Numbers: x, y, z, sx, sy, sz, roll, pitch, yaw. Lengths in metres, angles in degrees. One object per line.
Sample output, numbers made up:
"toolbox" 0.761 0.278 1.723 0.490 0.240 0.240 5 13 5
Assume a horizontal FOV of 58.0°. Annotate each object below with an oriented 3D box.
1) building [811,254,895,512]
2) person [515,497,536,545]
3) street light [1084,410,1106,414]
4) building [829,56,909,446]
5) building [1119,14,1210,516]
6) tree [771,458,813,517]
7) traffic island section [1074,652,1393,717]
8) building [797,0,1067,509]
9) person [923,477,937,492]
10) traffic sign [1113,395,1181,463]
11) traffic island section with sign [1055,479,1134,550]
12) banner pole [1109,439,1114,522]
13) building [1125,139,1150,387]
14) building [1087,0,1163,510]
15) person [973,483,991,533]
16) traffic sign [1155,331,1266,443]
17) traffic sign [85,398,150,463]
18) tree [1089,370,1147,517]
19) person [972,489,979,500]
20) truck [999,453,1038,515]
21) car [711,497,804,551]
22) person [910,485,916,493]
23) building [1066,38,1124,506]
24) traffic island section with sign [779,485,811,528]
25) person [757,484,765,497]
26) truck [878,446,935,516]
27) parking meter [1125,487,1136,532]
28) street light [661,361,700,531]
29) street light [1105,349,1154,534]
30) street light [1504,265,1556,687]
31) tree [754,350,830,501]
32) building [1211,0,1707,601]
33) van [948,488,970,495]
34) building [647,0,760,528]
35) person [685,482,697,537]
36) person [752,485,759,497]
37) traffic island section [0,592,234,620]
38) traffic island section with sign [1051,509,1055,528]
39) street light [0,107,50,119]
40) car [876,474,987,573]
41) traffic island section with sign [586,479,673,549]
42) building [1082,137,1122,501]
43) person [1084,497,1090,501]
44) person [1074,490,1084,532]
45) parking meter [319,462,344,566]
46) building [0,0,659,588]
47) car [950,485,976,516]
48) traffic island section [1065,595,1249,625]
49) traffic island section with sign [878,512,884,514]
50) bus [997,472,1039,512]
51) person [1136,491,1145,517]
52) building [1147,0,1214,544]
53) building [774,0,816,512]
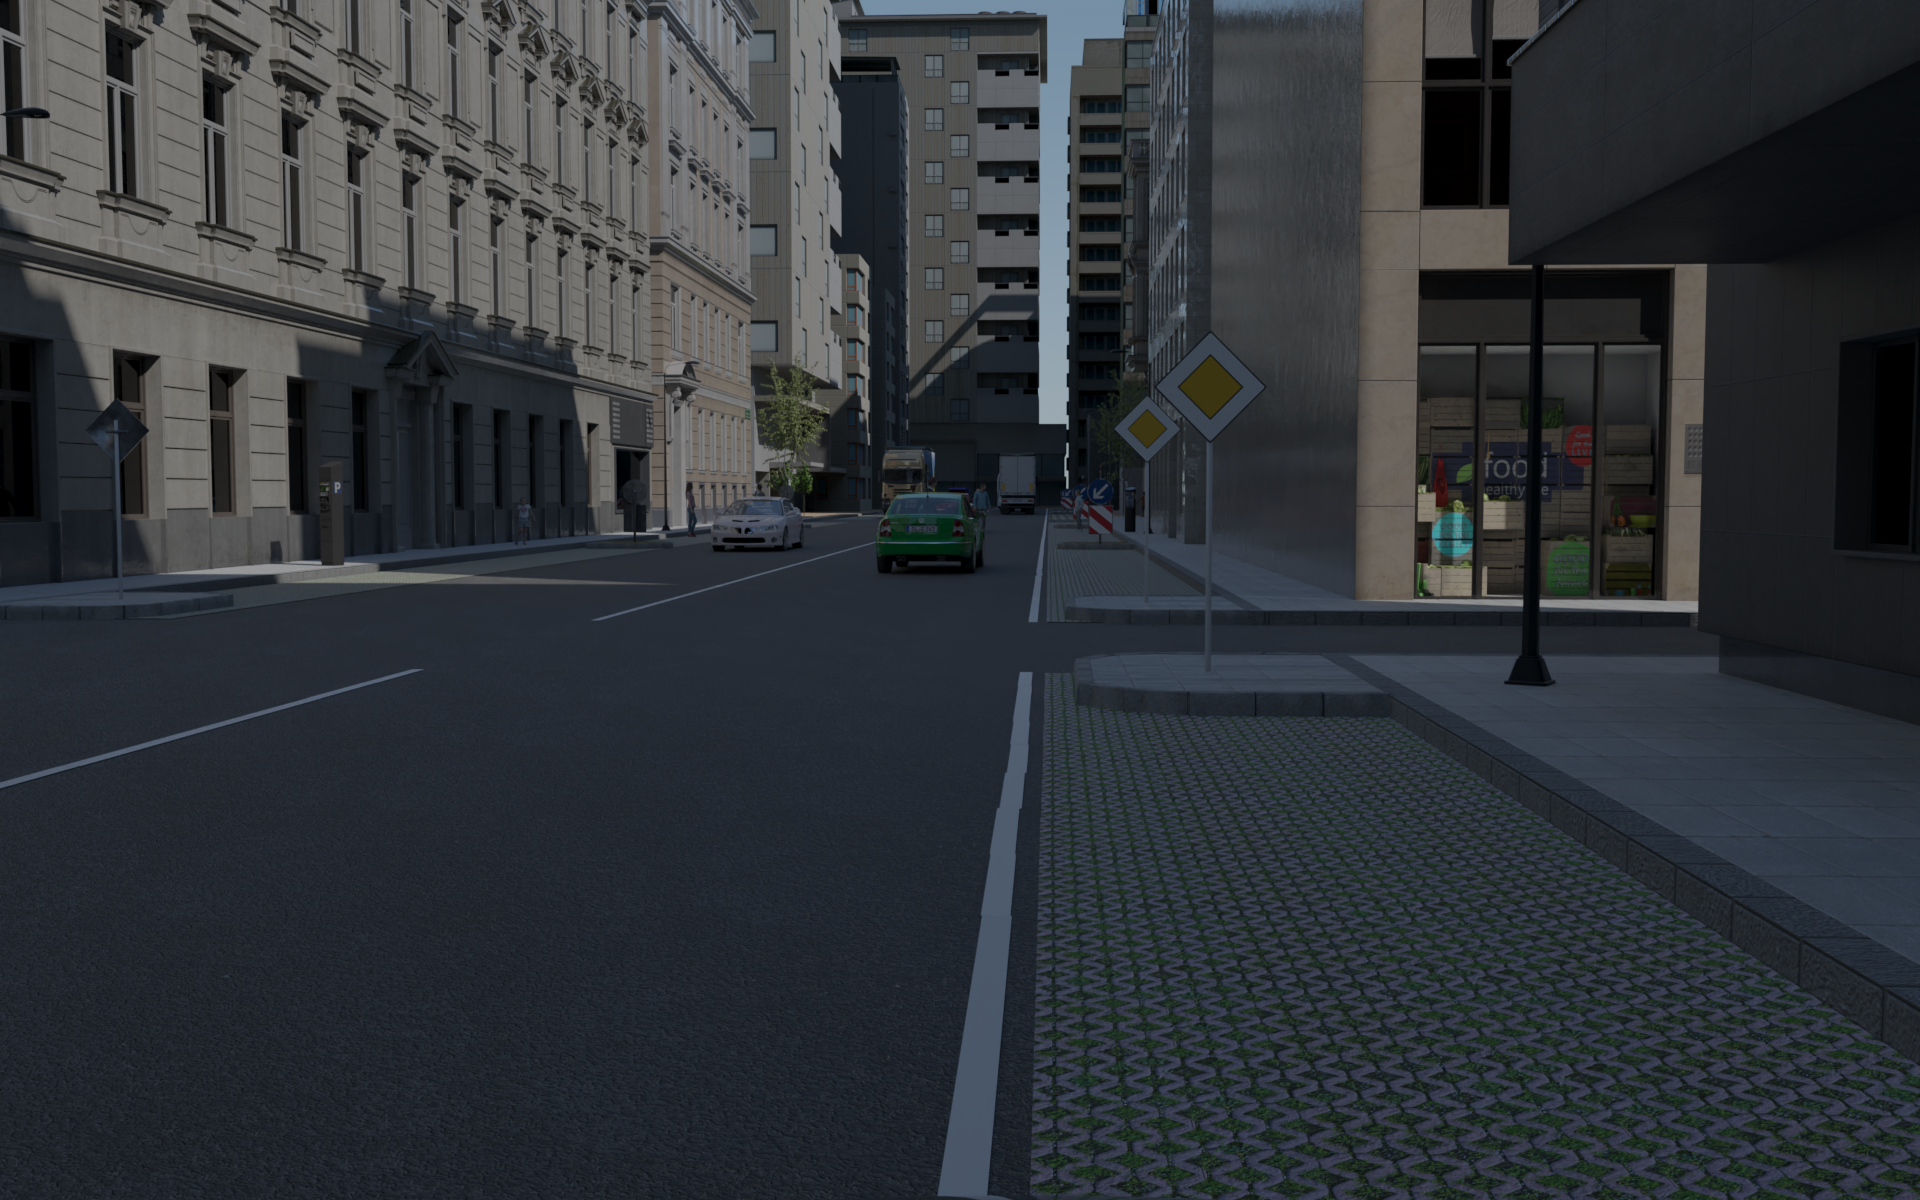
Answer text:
"building" -20.313 -18.043 140.049 27.650 21.520 28.899 0 4 3
"person" -10.967 -1.994 43.655 0.505 1.210 0.382 -1 4 -22
"street light" 7.518 -7.503 95.207 1.470 5.913 1.316 0 4 3
"building" -12.034 -29.451 165.113 14.086 41.232 14.154 0 4 3
"building" 17.009 -20.584 108.246 14.160 30.474 14.107 0 4 3
"tree" -9.257 -6.037 93.301 1.663 3.219 1.824 0 3 0
"traffic island section" 1.837 0.596 12.540 2.009 0.180 2.903 0 4 3
"building" -1.968 -36.873 192.111 27.495 52.752 28.713 0 4 3
"person" -0.710 -2.074 42.185 0.755 1.850 0.659 -2 4 -24
"traffic sign" 2.224 -1.116 20.433 0.795 2.593 0.064 0 4 3
"traffic island section with sign" 3.535 -2.235 45.171 1.989 1.847 2.006 0 4 3
"banner pole" 6.892 -5.475 79.527 0.401 3.779 0.863 0 4 3
"building" 14.731 -15.803 77.471 14.460 24.649 34.723 0 4 3
"building" 21.119 -49.920 128.866 22.319 86.520 31.000 0 4 3
"person" 0.783 -3.298 62.278 0.638 1.841 0.748 0 4 -4
"traffic sign" 1.813 -0.628 12.459 0.795 2.593 0.064 0 4 3
"traffic sign" -10.253 -1.156 21.094 0.795 2.593 0.064 0 4 3
"tree" 9.361 -9.036 98.094 4.737 8.622 4.395 0 3 0
"person" 1.053 -6.038 107.673 0.568 1.767 0.683 0 4 6
"truck" 4.147 -8.246 123.738 2.839 4.237 11.283 0 4 2
"car" -5.191 -1.989 44.874 2.083 1.381 4.827 0 4 3
"person" -1.641 -3.189 61.215 0.480 1.755 0.524 -1 4 -13
"building" 22.410 -34.533 188.317 21.600 48.544 21.300 0 4 3
"traffic island section with sign" -7.296 -3.923 72.766 1.989 1.847 2.006 0 4 3
"person" -6.643 -2.978 57.531 0.374 1.781 0.599 1 4 20
"truck" -3.064 -7.017 103.643 2.839 4.237 11.283 0 4 3
"parking meter" 5.751 -3.063 58.496 0.372 1.533 0.369 0 3 0
"street light" -9.754 -5.376 60.445 1.470 5.913 1.316 0 4 3
"street light" 5.538 -5.090 55.755 1.470 5.913 1.316 0 4 3
"street light" 3.316 -2.387 11.577 1.470 5.913 1.316 0 4 3
"tree" -8.806 -8.500 89.340 4.737 8.622 4.395 0 3 0
"building" 22.245 -13.720 28.846 34.151 26.468 19.350 0 4 3
"van" -0.147 -9.578 160.988 2.240 2.365 5.245 0 4 4
"building" -16.878 -17.688 75.099 13.634 28.700 20.117 0 4 3
"person" -8.870 -2.977 57.182 0.388 1.821 0.555 -1 4 -18
"person" -11.290 -5.485 95.895 0.590 1.801 0.661 0 4 5
"traffic island section" -10.277 0.068 21.162 2.009 0.180 2.903 0 4 3
"traffic island section with sign" 4.907 -3.882 72.091 1.989 1.847 2.006 0 4 3
"street light" -11.630 -2.963 20.987 1.470 5.913 1.316 0 4 3
"car" -0.507 -1.466 32.762 1.959 1.807 4.718 0 4 4
"traffic island section with sign" -8.682 -2.276 45.846 1.989 1.847 2.006 0 4 3
"building" 27.409 -28.500 157.855 32.217 40.220 23.993 0 4 3
"person" 9.498 -7.526 130.013 0.541 1.710 0.530 1 4 13
"person" 4.477 -3.375 65.484 0.330 1.601 0.589 0 4 -6
"parking meter" -11.241 -1.545 30.973 0.255 1.863 0.399 1 4 16
"building" -19.926 -16.293 42.808 17.030 29.872 44.131 0 4 3
"car" -0.256 -3.483 65.981 2.155 1.783 4.494 0 4 4
"traffic island section" 2.248 0.108 20.515 2.009 0.180 2.903 0 4 3
"traffic island section with sign" -4.709 -6.991 122.925 1.989 1.847 2.006 0 4 3
"bus" 4.668 -8.889 140.190 2.948 3.499 13.247 0 4 5
"person" 10.316 -5.370 97.104 1.065 1.426 0.557 -3 4 -38
"building" 11.363 -12.055 51.851 10.420 20.320 16.860 0 4 3
"building" -22.250 -31.913 111.014 28.713 52.752 27.495 0 4 3
